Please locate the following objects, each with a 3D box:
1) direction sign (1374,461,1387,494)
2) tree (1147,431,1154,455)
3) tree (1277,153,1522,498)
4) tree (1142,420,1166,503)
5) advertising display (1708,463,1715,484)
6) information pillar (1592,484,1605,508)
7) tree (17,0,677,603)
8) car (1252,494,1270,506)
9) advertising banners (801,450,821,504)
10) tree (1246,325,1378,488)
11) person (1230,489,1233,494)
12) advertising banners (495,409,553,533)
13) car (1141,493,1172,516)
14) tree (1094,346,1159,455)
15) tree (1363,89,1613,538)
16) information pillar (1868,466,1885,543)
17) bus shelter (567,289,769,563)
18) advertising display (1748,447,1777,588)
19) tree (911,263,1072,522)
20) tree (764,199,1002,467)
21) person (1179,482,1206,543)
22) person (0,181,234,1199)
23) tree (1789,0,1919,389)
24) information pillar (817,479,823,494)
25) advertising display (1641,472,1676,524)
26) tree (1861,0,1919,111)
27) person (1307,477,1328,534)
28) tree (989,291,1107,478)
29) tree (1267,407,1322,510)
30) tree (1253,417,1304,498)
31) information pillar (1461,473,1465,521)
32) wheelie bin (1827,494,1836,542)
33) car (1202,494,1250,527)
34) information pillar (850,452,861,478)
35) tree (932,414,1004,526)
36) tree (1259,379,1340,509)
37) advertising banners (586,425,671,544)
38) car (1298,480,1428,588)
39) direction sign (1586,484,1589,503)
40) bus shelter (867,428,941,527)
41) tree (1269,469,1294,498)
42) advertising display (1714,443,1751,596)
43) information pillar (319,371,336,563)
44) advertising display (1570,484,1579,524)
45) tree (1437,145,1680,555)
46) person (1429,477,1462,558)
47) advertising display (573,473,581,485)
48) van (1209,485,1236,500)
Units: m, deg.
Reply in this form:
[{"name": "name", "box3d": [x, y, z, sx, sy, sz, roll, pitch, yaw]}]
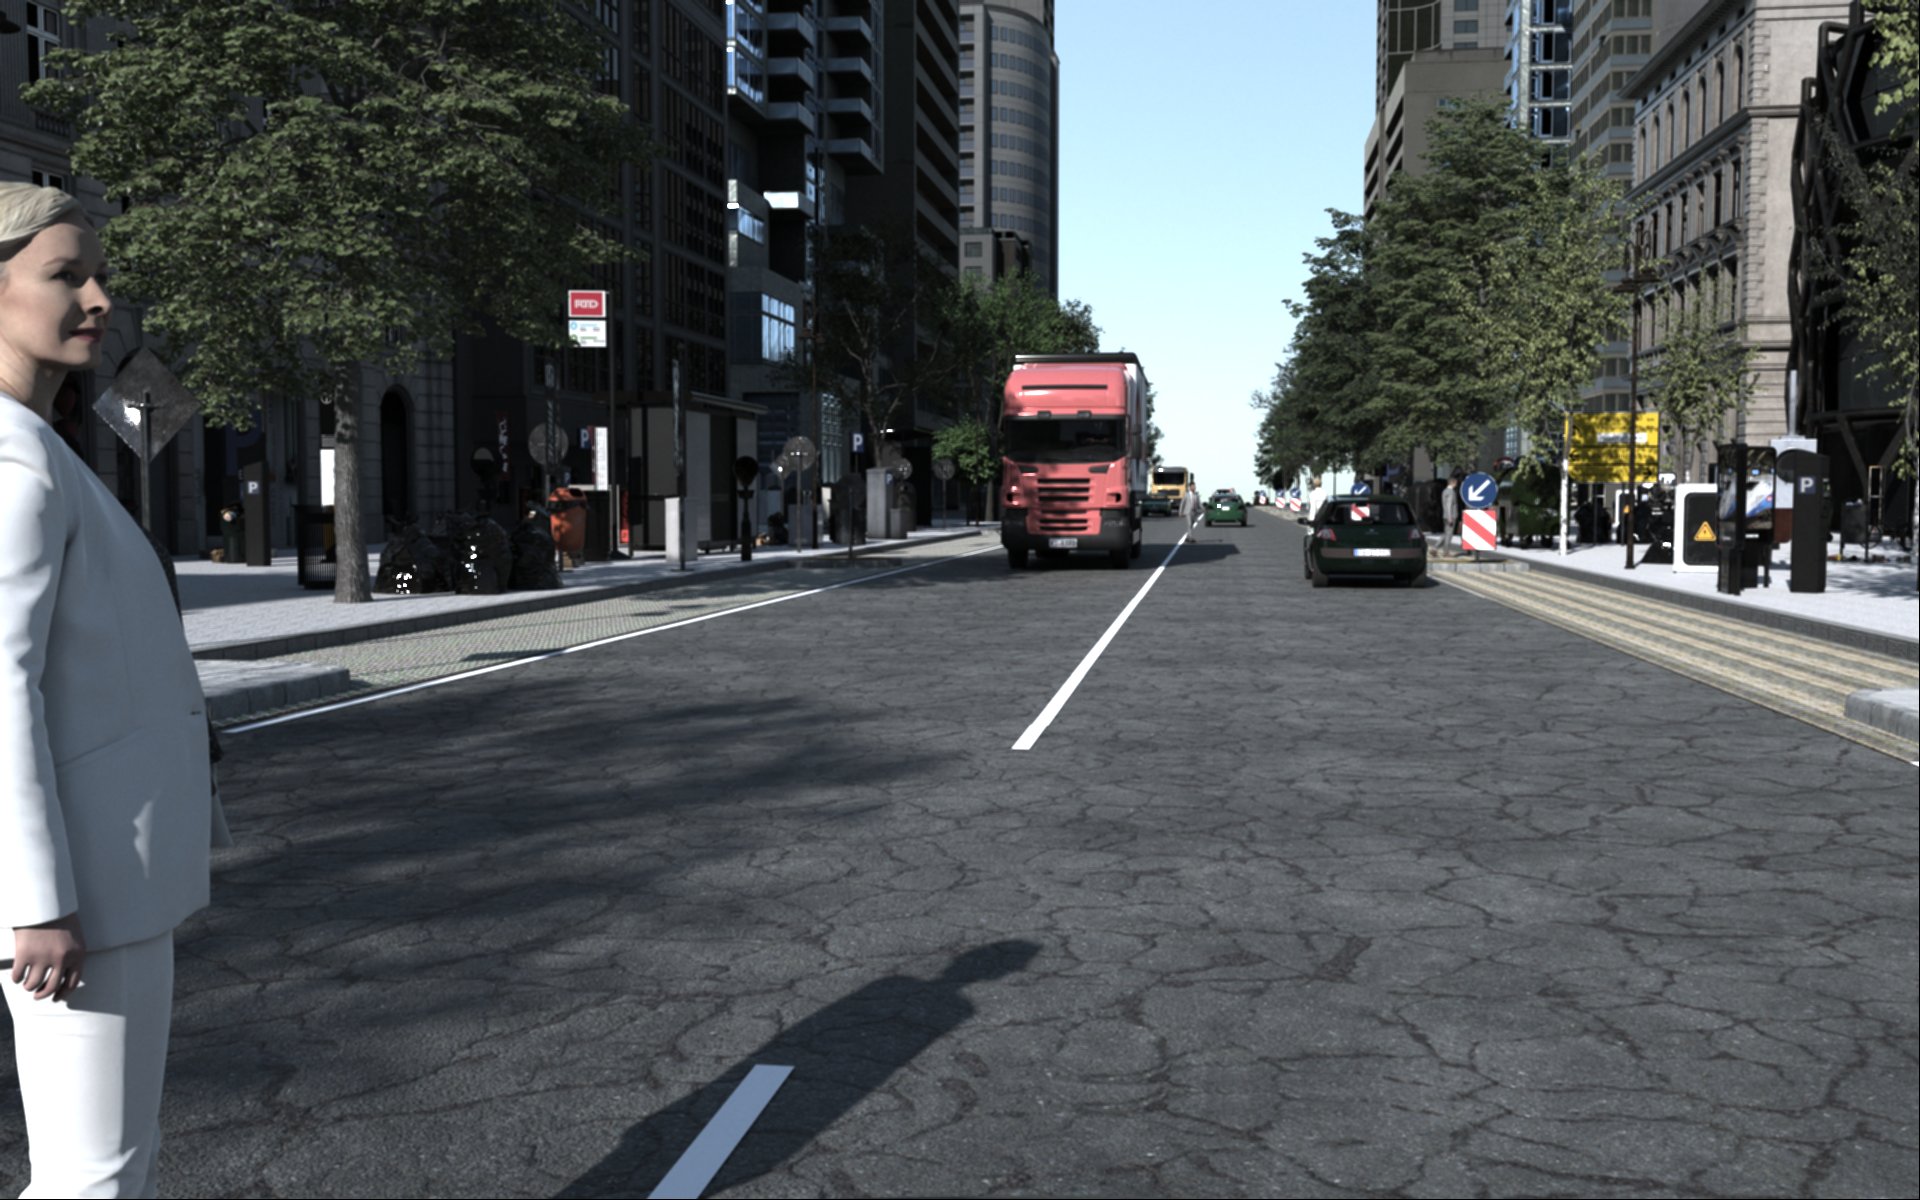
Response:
[{"name": "direction sign", "box3d": [18.535, -5.159, 76.348, 0.876, 3.537, 0.379, -3, 5, -40]}, {"name": "tree", "box3d": [16.146, -15.352, 176.762, 9.928, 11.665, 9.643, 0, 3, 0]}, {"name": "tree", "box3d": [17.185, -9.797, 66.836, 9.857, 13.997, 8.962, 0, 3, 0]}, {"name": "tree", "box3d": [14.495, -13.791, 159.901, 8.767, 10.594, 7.601, 0, 4, -6]}, {"name": "advertising display", "box3d": [15.881, -1.909, 36.424, 0.123, 1.923, 0.974, 2, 4, 34]}, {"name": "information pillar", "box3d": [19.867, -3.022, 53.909, 0.304, 2.012, 0.304, 0, 3, 0]}, {"name": "tree", "box3d": [-6.842, -6.228, 19.963, 7.486, 12.596, 7.792, 0, 3, 0]}, {"name": "car", "box3d": [34.735, -11.600, 199.879, 2.015, 1.641, 3.980, 1, 4, 8]}, {"name": "advertising banners", "box3d": [-6.046, -4.535, 70.332, 0.090, 3.025, 2.074, -2, 4, -26]}, {"name": "tree", "box3d": [25.187, -12.912, 121.485, 12.009, 13.543, 11.850, 0, 3, 0]}, {"name": "person", "box3d": [16.073, -5.736, 102.830, 0.434, 1.755, 0.990, -1, 4, -14]}, {"name": "advertising banners", "box3d": [-9.186, -2.469, 36.548, 0.090, 3.025, 2.074, 1, 4, 20]}, {"name": "car", "box3d": [12.749, -6.340, 112.455, 1.959, 1.807, 4.718, 1, 4, 10]}, {"name": "tree", "box3d": [12.357, -14.822, 149.002, 9.857, 13.997, 8.962, 0, 3, 0]}, {"name": "tree", "box3d": [14.978, -8.023, 49.298, 7.486, 12.596, 7.792, 0, 3, 0]}, {"name": "information pillar", "box3d": [24.211, -2.525, 45.769, 0.304, 2.012, 0.304, 3, 5, 42]}, {"name": "bus shelter", "box3d": [-6.219, -3.603, 36.538, 2.179, 5.291, 8.768, 1, 4, 8]}, {"name": "advertising display", "box3d": [10.715, -1.123, 23.575, 0.974, 1.923, 0.123, -2, 4, -27]}, {"name": "tree", "box3d": [1.332, -9.380, 79.110, 9.928, 11.665, 9.643, 0, 3, 0]}, {"name": "tree", "box3d": [-2.307, -7.323, 54.145, 8.767, 10.594, 7.601, 2, 4, 30]}, {"name": "person", "box3d": [6.767, -2.564, 50.703, 0.678, 1.792, 0.850, -1, 4, -23]}, {"name": "person", "box3d": [-1.266, 0.372, 2.293, 0.514, 1.842, 0.818, 2, 4, 35]}, {"name": "tree", "box3d": [14.318, -4.549, 24.734, 4.360, 8.622, 3.978, 0, 3, 0]}, {"name": "information pillar", "box3d": [-6.687, -4.749, 82.130, 0.304, 2.012, 0.304, 2, 4, 26]}, {"name": "advertising display", "box3d": [20.860, -2.847, 51.770, 0.974, 1.923, 0.123, 1, 4, 15]}, {"name": "tree", "box3d": [9.449, -3.939, 14.766, 4.737, 8.622, 4.395, 0, 3, 0]}, {"name": "person", "box3d": [7.832, -1.775, 37.749, 0.478, 1.798, 0.641, 0, 4, -7]}, {"name": "tree", "box3d": [5.415, -11.062, 97.877, 9.611, 12.733, 9.660, 0, 3, 0]}, {"name": "tree", "box3d": [27.805, -11.546, 139.139, 4.360, 8.622, 3.978, 0, 3, 0]}, {"name": "tree", "box3d": [43.307, -19.211, 232.222, 7.486, 12.596, 7.792, 0, 3, 0]}, {"name": "information pillar", "box3d": [17.421, -3.360, 59.435, 0.304, 2.012, 0.304, -2, 4, -26]}, {"name": "wheelie bin", "box3d": [22.986, -2.357, 46.453, 0.693, 1.594, 0.980, 0, 4, -7]}, {"name": "car", "box3d": [11.826, -3.984, 76.939, 2.131, 1.459, 4.920, 1, 4, 9]}, {"name": "information pillar", "box3d": [-4.055, -4.625, 66.975, 0.504, 3.616, 0.183, 3, 4, 38]}, {"name": "tree", "box3d": [0.394, -5.280, 70.040, 4.285, 4.588, 4.351, 0, 3, 0]}, {"name": "tree", "box3d": [30.295, -13.601, 148.129, 9.928, 11.665, 9.643, 0, 3, 0]}, {"name": "advertising banners", "box3d": [-8.477, -2.935, 44.181, 2.074, 3.025, 0.090, -2, 4, -24]}, {"name": "car", "box3d": [6.463, -1.103, 27.819, 2.009, 1.686, 4.222, 1, 4, 9]}, {"name": "direction sign", "box3d": [24.053, -4.548, 66.360, 0.379, 3.537, 0.876, 1, 4, 12]}, {"name": "bus shelter", "box3d": [-2.052, -4.495, 64.770, 1.731, 3.624, 6.357, 1, 4, 9]}, {"name": "tree", "box3d": [41.266, -14.605, 222.510, 4.285, 4.588, 4.351, 0, 3, 0]}, {"name": "advertising display", "box3d": [9.911, -1.043, 22.271, 0.123, 1.923, 0.974, 1, 4, 10]}, {"name": "information pillar", "box3d": [-11.651, -2.498, 32.198, 0.504, 3.616, 0.183, 0, 4, 5]}, {"name": "advertising display", "box3d": [25.753, -4.182, 73.593, 0.974, 1.923, 0.123, 1, 4, 23]}, {"name": "tree", "box3d": [12.540, -5.266, 36.462, 4.737, 8.622, 4.395, 0, 3, 0]}, {"name": "person", "box3d": [10.985, -1.849, 38.845, 0.853, 1.813, 0.709, 0, 4, -2]}, {"name": "advertising display", "box3d": [-11.684, -2.915, 52.882, 0.123, 1.923, 0.974, 0, 4, -6]}, {"name": "van", "box3d": [16.658, -6.245, 109.111, 2.013, 2.044, 4.112, 1, 4, 10]}]
